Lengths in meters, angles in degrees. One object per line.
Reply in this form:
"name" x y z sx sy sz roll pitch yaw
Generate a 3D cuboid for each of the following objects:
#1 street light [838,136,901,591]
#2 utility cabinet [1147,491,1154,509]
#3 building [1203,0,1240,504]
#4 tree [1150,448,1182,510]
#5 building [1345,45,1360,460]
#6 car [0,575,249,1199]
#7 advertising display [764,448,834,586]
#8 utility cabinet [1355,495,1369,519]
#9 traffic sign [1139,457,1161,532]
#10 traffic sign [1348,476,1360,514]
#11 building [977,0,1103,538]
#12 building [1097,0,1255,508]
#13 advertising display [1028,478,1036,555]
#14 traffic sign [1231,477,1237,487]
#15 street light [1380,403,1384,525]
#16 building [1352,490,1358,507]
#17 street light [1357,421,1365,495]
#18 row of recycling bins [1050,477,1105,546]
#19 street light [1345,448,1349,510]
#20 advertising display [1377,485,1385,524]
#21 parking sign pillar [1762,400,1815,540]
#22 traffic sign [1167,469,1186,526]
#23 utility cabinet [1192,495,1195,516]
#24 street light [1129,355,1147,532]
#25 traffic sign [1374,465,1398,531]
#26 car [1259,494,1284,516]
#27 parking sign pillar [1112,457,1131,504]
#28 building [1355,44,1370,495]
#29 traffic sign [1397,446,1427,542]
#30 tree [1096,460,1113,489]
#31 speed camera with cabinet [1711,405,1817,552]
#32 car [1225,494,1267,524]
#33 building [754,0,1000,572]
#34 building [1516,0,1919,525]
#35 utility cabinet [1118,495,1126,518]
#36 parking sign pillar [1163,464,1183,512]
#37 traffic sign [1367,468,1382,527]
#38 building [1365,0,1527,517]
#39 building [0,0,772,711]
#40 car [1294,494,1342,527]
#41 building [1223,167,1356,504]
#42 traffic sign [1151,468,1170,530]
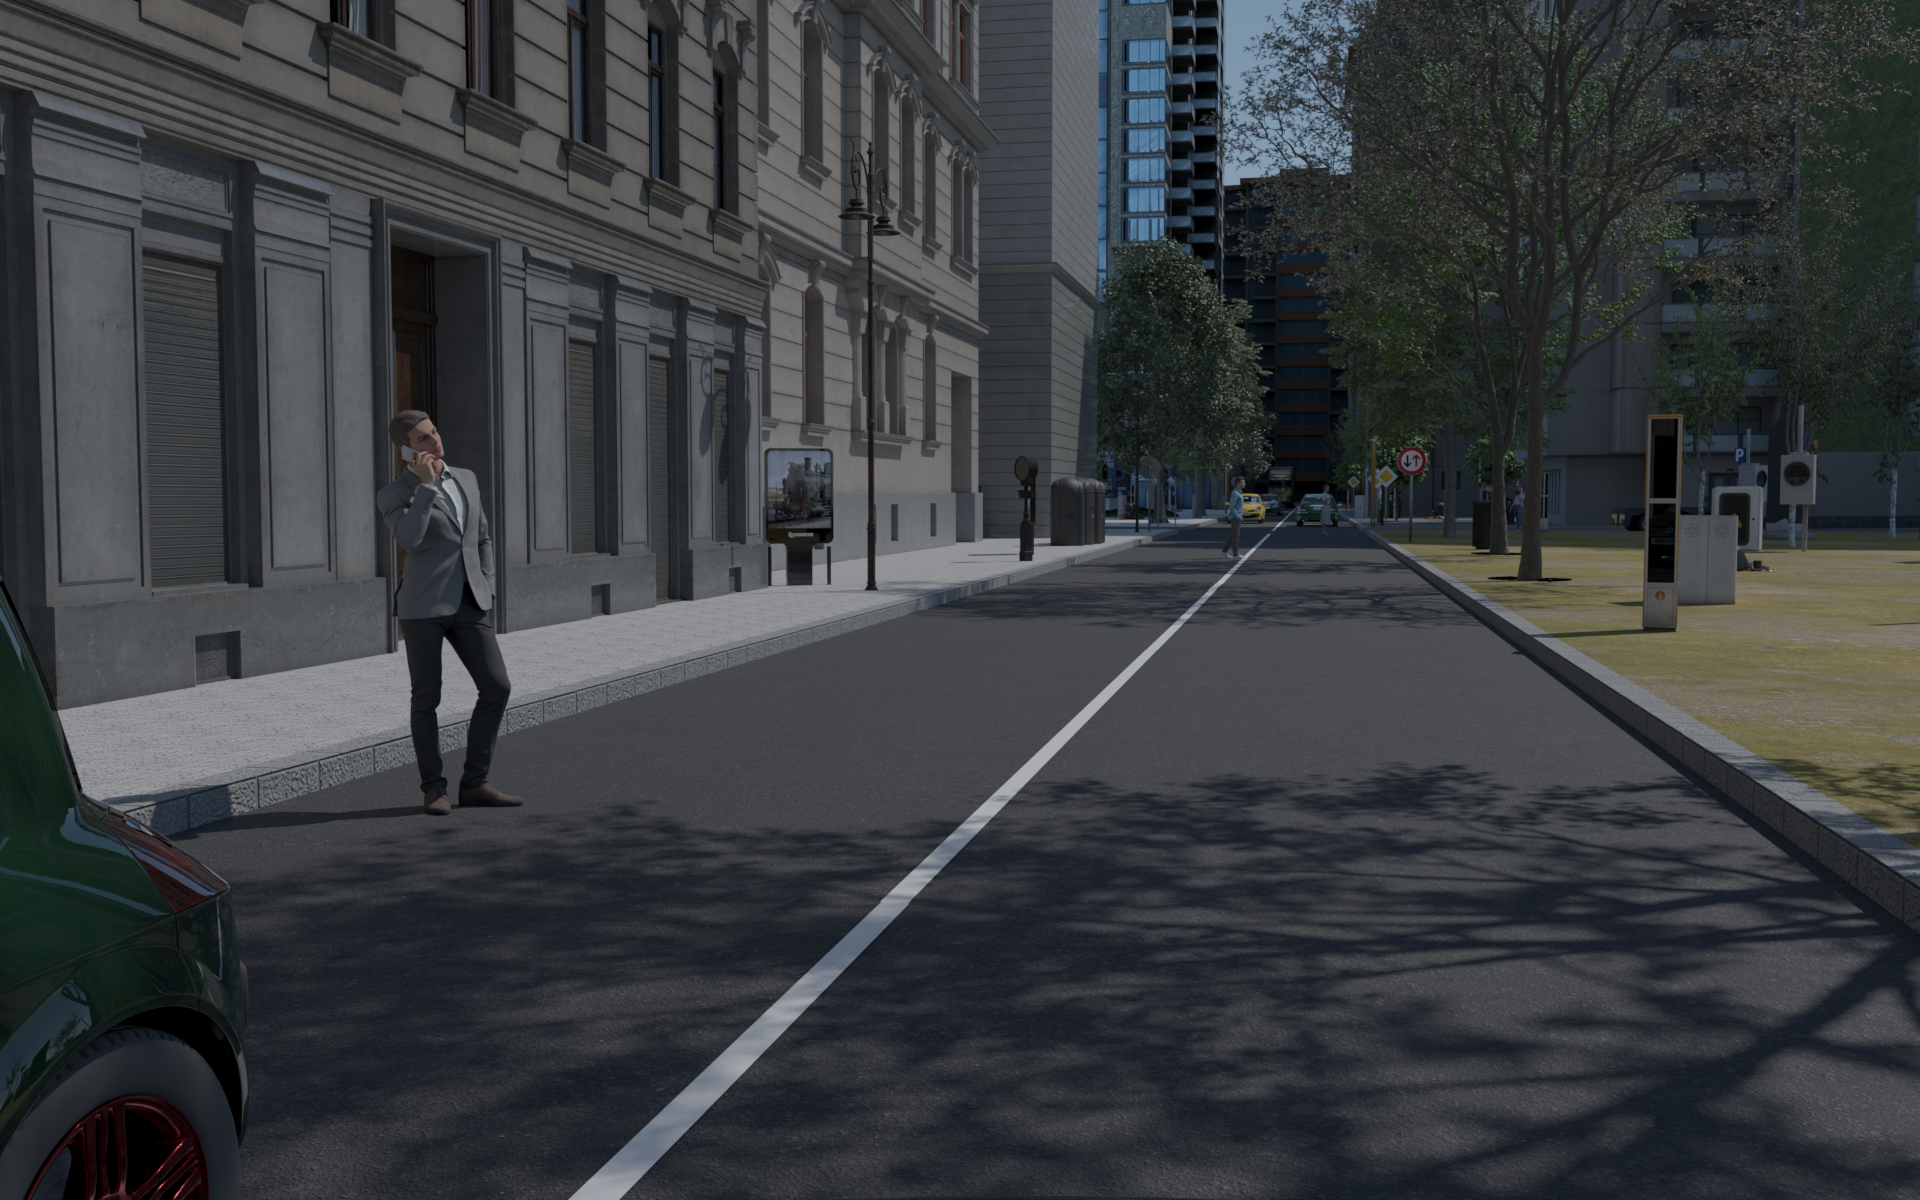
"street light" -1.179 -3.064 22.888 0.468 5.910 1.993 1 4 11
"utility cabinet" 12.757 -6.465 114.389 0.318 1.500 1.173 3 4 39
"building" 19.755 -45.674 185.026 20.563 71.187 20.611 1 4 11
"tree" 14.189 -10.298 118.739 4.737 8.622 4.395 0 3 0
"building" 58.505 -37.219 197.765 28.713 52.752 27.495 1 4 11
"car" -2.331 0.517 1.337 2.009 1.686 4.222 1 4 12
"advertising display" -2.261 -1.169 24.321 0.974 1.923 0.123 -1 4 -17
"utility cabinet" 21.149 -4.900 91.278 0.306 1.237 1.020 -1 4 -14
"traffic sign" 6.471 -3.610 59.133 0.768 2.556 0.104 1 4 20
"traffic sign" 24.750 -6.589 108.915 0.795 2.450 0.064 1 4 17
"building" -10.690 -17.140 57.736 29.804 29.767 11.434 1 4 11
"building" 19.647 -54.726 207.437 31.000 86.520 22.319 1 4 11
"advertising display" 1.514 -1.940 36.936 0.123 1.923 0.974 0 4 -3
"traffic sign" 20.381 -7.814 127.865 0.768 2.556 0.104 1 4 21
"street light" 17.277 -5.987 70.674 0.468 5.910 1.993 1 4 11
"building" 50.504 -45.020 174.323 20.563 71.187 20.611 1 4 11
"street light" 24.556 -8.149 106.023 0.468 5.910 1.993 1 4 11
"row of recycling bins" 3.073 -2.273 44.281 1.069 1.692 3.534 1 4 16
"street light" 31.497 -10.285 140.946 0.468 5.910 1.993 1 4 11
"advertising display" 17.735 -4.148 73.041 0.123 1.923 0.974 0 4 2
"parking sign pillar" 23.339 -3.691 48.821 1.447 3.967 1.447 0 4 -7
"traffic sign" 8.629 -4.016 69.306 0.795 2.450 0.064 1 4 11
"utility cabinet" 14.272 -5.665 103.778 0.306 1.237 1.020 2 4 34
"street light" 5.931 -5.201 57.816 0.468 5.910 1.993 1 4 11
"traffic sign" 14.730 -3.441 59.909 0.795 2.450 0.064 1 4 11
"car" 20.522 -6.334 115.353 2.131 1.459 4.920 1 4 13
"parking sign pillar" 11.498 -8.254 123.433 1.447 3.967 1.447 2 4 35
"building" 43.738 -31.108 158.730 14.600 45.320 14.200 1 4 11
"traffic sign" 12.094 -2.832 46.417 0.768 2.556 0.104 1 4 12
"tree" 11.233 -9.774 143.524 4.285 4.588 4.351 0 3 0
"speed camera with cabinet" 18.046 -2.723 38.857 2.038 3.252 0.660 2 4 31
"car" 14.065 -4.573 84.991 2.015 1.641 3.980 1 4 12
"building" -7.678 -15.234 36.458 14.401 28.519 23.554 1 4 11
"building" 31.528 -23.776 72.331 14.086 41.232 14.154 1 4 11
"utility cabinet" 8.564 -4.921 91.628 0.306 1.237 1.020 1 4 15
"parking sign pillar" 15.611 -8.471 126.981 1.447 3.967 1.447 0 3 0
"traffic sign" 16.314 -3.920 67.736 0.795 2.450 0.064 1 4 11
"building" 31.877 -20.374 104.818 14.160 30.474 14.107 1 4 11
"building" -8.982 -10.157 15.217 9.793 20.994 18.267 1 4 11
"car" 16.131 -4.053 78.067 2.131 1.459 4.920 1 4 12
"building" 45.885 -35.530 235.543 28.867 44.769 22.147 1 4 11
"traffic sign" 7.045 -3.537 61.479 0.795 2.450 0.064 1 4 11
